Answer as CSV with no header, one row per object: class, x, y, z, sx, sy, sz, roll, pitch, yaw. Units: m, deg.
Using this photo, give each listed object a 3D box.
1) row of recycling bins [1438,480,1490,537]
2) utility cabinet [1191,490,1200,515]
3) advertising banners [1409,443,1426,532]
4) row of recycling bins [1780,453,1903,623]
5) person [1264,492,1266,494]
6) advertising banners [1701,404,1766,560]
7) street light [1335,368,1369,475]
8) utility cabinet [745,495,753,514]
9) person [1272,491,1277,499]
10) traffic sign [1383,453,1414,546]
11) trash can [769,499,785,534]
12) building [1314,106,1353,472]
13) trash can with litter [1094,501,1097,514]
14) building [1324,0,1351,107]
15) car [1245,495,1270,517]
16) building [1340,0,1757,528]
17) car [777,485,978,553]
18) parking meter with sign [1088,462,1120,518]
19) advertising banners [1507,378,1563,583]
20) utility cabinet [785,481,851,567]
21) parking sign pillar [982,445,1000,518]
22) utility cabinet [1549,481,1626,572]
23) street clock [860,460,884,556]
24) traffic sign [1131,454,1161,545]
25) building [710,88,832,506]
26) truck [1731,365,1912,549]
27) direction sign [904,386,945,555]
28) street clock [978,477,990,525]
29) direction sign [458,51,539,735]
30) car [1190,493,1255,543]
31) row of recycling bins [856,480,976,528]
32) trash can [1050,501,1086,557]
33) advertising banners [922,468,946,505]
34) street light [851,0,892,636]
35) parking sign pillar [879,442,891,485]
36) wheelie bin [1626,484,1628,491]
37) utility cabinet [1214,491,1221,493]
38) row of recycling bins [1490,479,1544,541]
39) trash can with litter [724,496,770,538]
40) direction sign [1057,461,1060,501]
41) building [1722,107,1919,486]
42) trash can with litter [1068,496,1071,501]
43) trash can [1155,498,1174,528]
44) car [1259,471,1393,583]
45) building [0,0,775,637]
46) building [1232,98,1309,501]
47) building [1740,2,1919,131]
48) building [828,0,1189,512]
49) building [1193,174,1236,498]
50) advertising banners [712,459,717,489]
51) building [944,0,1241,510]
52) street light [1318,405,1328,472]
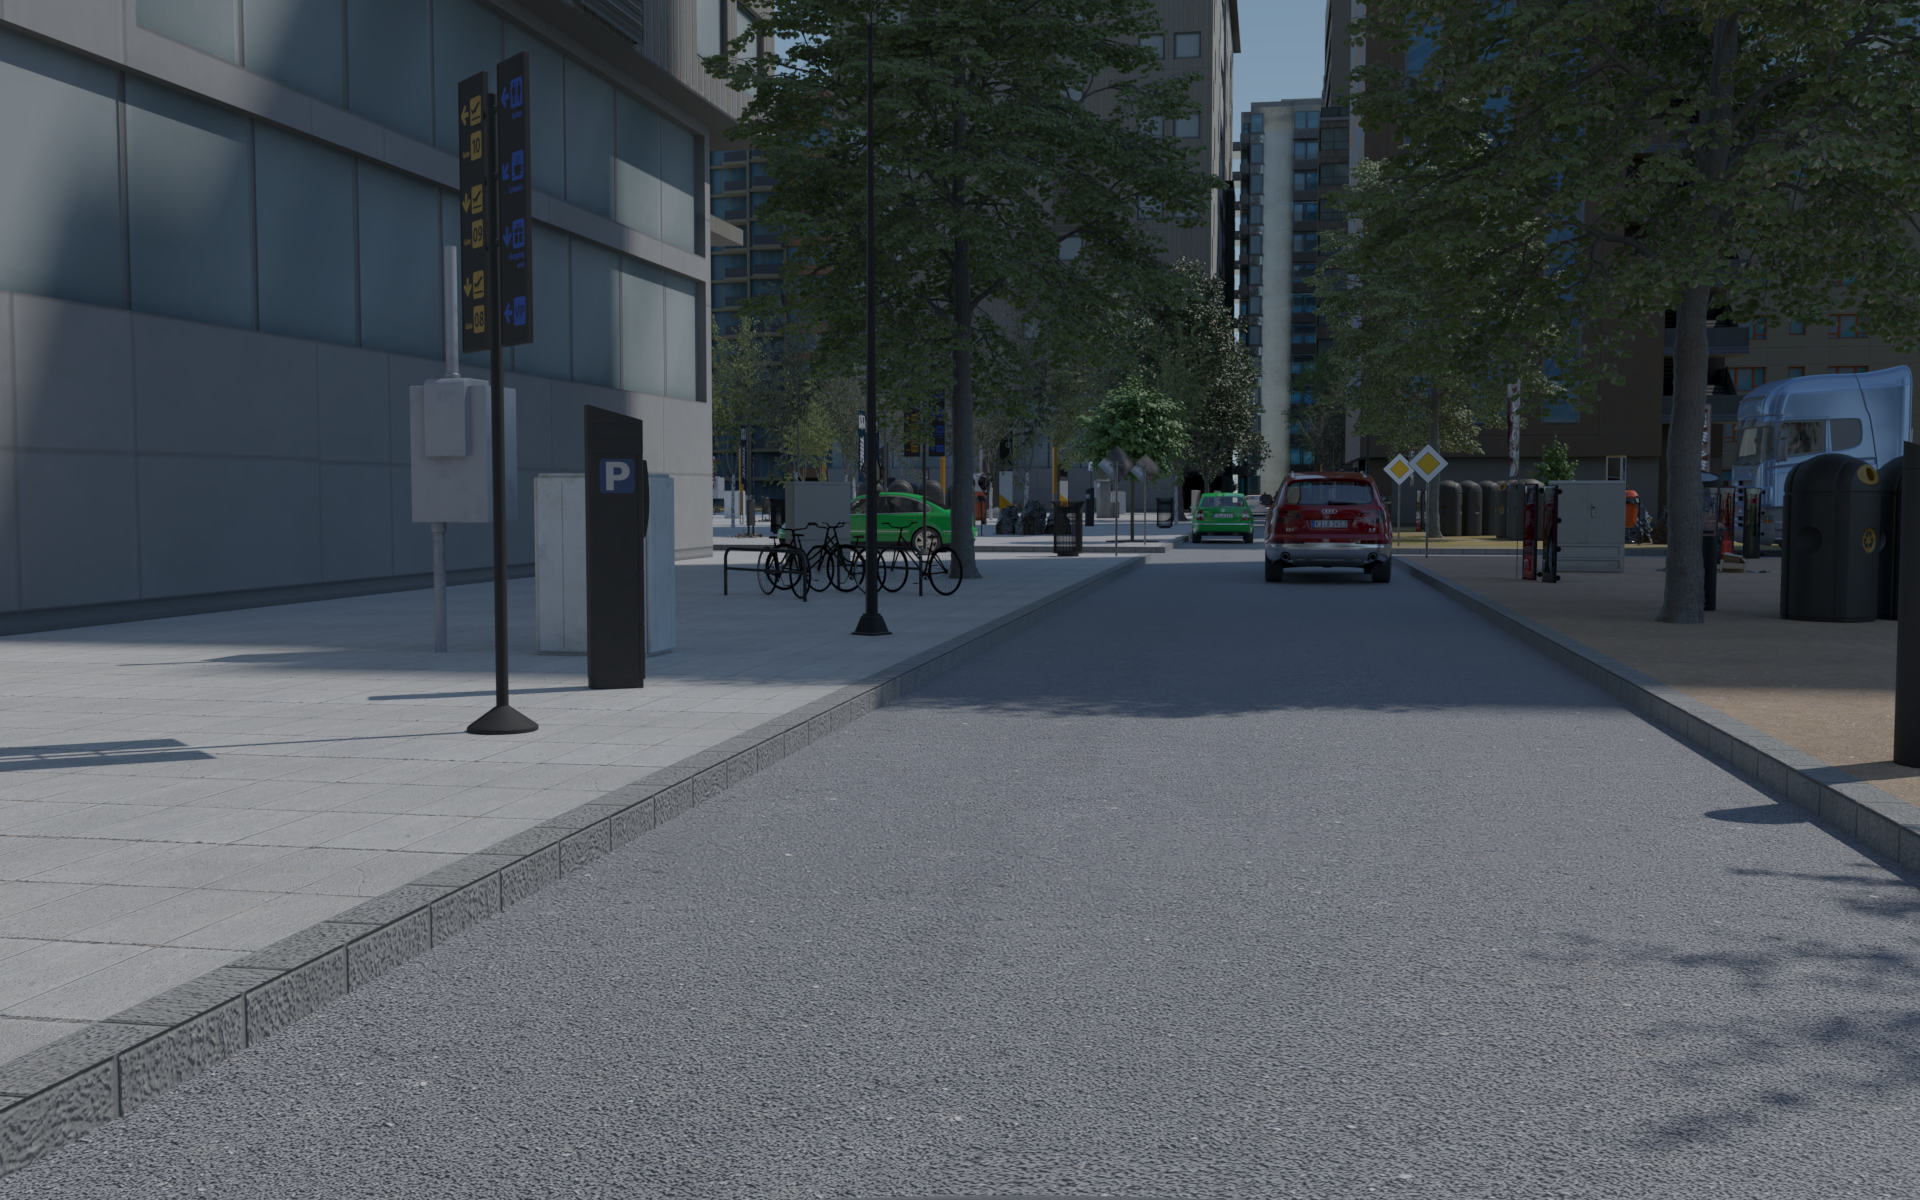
row of recycling bins,15.892,-2.828,53.345,3.534,1.692,1.069,-3,4,-37
utility cabinet,13.999,-5.750,102.684,0.318,1.500,1.173,1,4,19
advertising banners,15.689,-3.848,59.108,0.090,3.025,2.074,0,4,-6
row of recycling bins,10.185,-0.647,17.698,3.534,1.692,1.069,0,4,-2
person,29.875,-9.748,169.348,0.415,1.643,0.593,-3,5,-44
advertising banners,15.025,-2.307,33.900,2.074,3.025,0.090,-2,4,-26
street light,14.374,-5.556,63.382,1.470,5.913,1.316,1,4,10
utility cabinet,-13.698,-6.076,110.506,1.020,1.237,0.306,3,4,36
person,32.038,-10.178,175.645,0.721,1.736,1.217,-1,4,-22
traffic sign,10.745,-2.370,42.391,0.795,2.450,0.064,1,4,10
trash can,-5.783,-2.687,55.582,0.748,1.137,0.748,0,3,0
building,34.132,-22.002,131.432,14.160,30.474,14.107,1,4,10
trash can with litter,8.260,-5.702,104.609,1.055,1.170,0.624,1,4,11
building,42.027,-32.040,147.563,21.300,48.544,21.600,1,4,10
car,16.918,-5.273,98.578,2.083,1.381,4.827,1,4,12
building,23.459,-25.757,71.245,14.600,45.320,14.200,1,4,10
car,-1.956,-1.957,40.788,4.718,1.807,1.959,1,4,10
parking meter with sign,7.616,-5.824,91.482,1.738,3.016,0.543,-2,4,-29
advertising banners,8.507,-1.808,25.755,0.090,3.025,2.074,0,4,-3
utility cabinet,-2.501,-1.332,30.460,1.173,1.500,0.318,-3,4,-37
parking sign pillar,1.636,-6.317,91.761,1.447,3.967,1.447,-2,4,-33
utility cabinet,10.263,-1.206,28.390,1.173,1.500,0.318,1,4,15
street clock,-1.814,-1.917,35.918,0.471,2.002,0.358,-1,4,-11
traffic sign,4.653,-2.439,43.514,0.795,2.450,0.064,1,4,10
building,-12.307,-32.669,188.754,28.867,44.769,22.147,1,4,10
truck,25.591,-2.848,36.318,18.799,4.110,2.967,1,4,9
direction sign,-0.742,-2.706,36.235,0.876,3.537,0.379,1,4,12
street clock,1.005,-4.177,72.869,0.471,2.002,0.358,2,4,33
direction sign,-2.481,-1.058,9.293,0.379,3.537,0.876,-3,4,-38
car,7.847,-2.627,51.746,1.959,1.807,4.718,1,4,8
row of recycling bins,-1.289,-2.686,51.033,3.534,1.692,1.069,-1,4,-9
trash can,2.228,-1.471,35.708,0.748,1.137,0.748,0,3,0
advertising banners,-1.567,-7.375,116.768,2.074,3.025,0.090,-1,4,-8
street light,-0.274,-2.630,15.535,1.470,5.913,1.316,1,4,10
parking sign pillar,-4.262,-6.249,90.642,1.447,3.967,1.447,1,4,23
wheelie bin,19.507,-2.664,51.459,0.980,1.594,0.693,3,5,43
utility cabinet,17.196,-6.543,115.650,0.318,1.500,1.173,0,4,1
row of recycling bins,15.891,-2.558,48.944,1.069,1.692,3.534,1,4,8
trash can with litter,-6.370,-2.441,50.969,1.678,1.210,2.233,1,4,9
direction sign,6.468,-7.482,114.325,0.379,3.537,0.876,-2,4,-30
building,38.271,-15.549,99.267,27.650,21.520,28.899,1,4,10
trash can with litter,7.060,-6.601,119.306,1.055,1.170,0.624,-2,4,-33
trash can,7.678,-3.259,64.940,0.748,1.137,0.748,0,3,0
car,6.266,-1.284,29.659,2.281,1.827,5.304,1,4,11
building,-19.067,-26.656,25.060,27.495,52.752,28.713,1,4,10
building,47.796,-36.008,208.336,30.456,49.044,23.786,1,4,10
building,82.613,-33.685,170.356,30.456,49.044,23.786,1,4,10
building,6.324,-33.269,133.188,28.713,52.752,27.495,1,4,10
building,17.154,-23.390,154.121,14.160,30.474,14.107,1,4,10
advertising banners,-13.081,-5.501,86.124,2.074,3.025,0.090,1,4,8
building,14.808,-36.139,180.118,27.495,52.752,28.713,1,4,10
street light,19.190,-7.160,89.611,1.470,5.913,1.316,1,4,10
